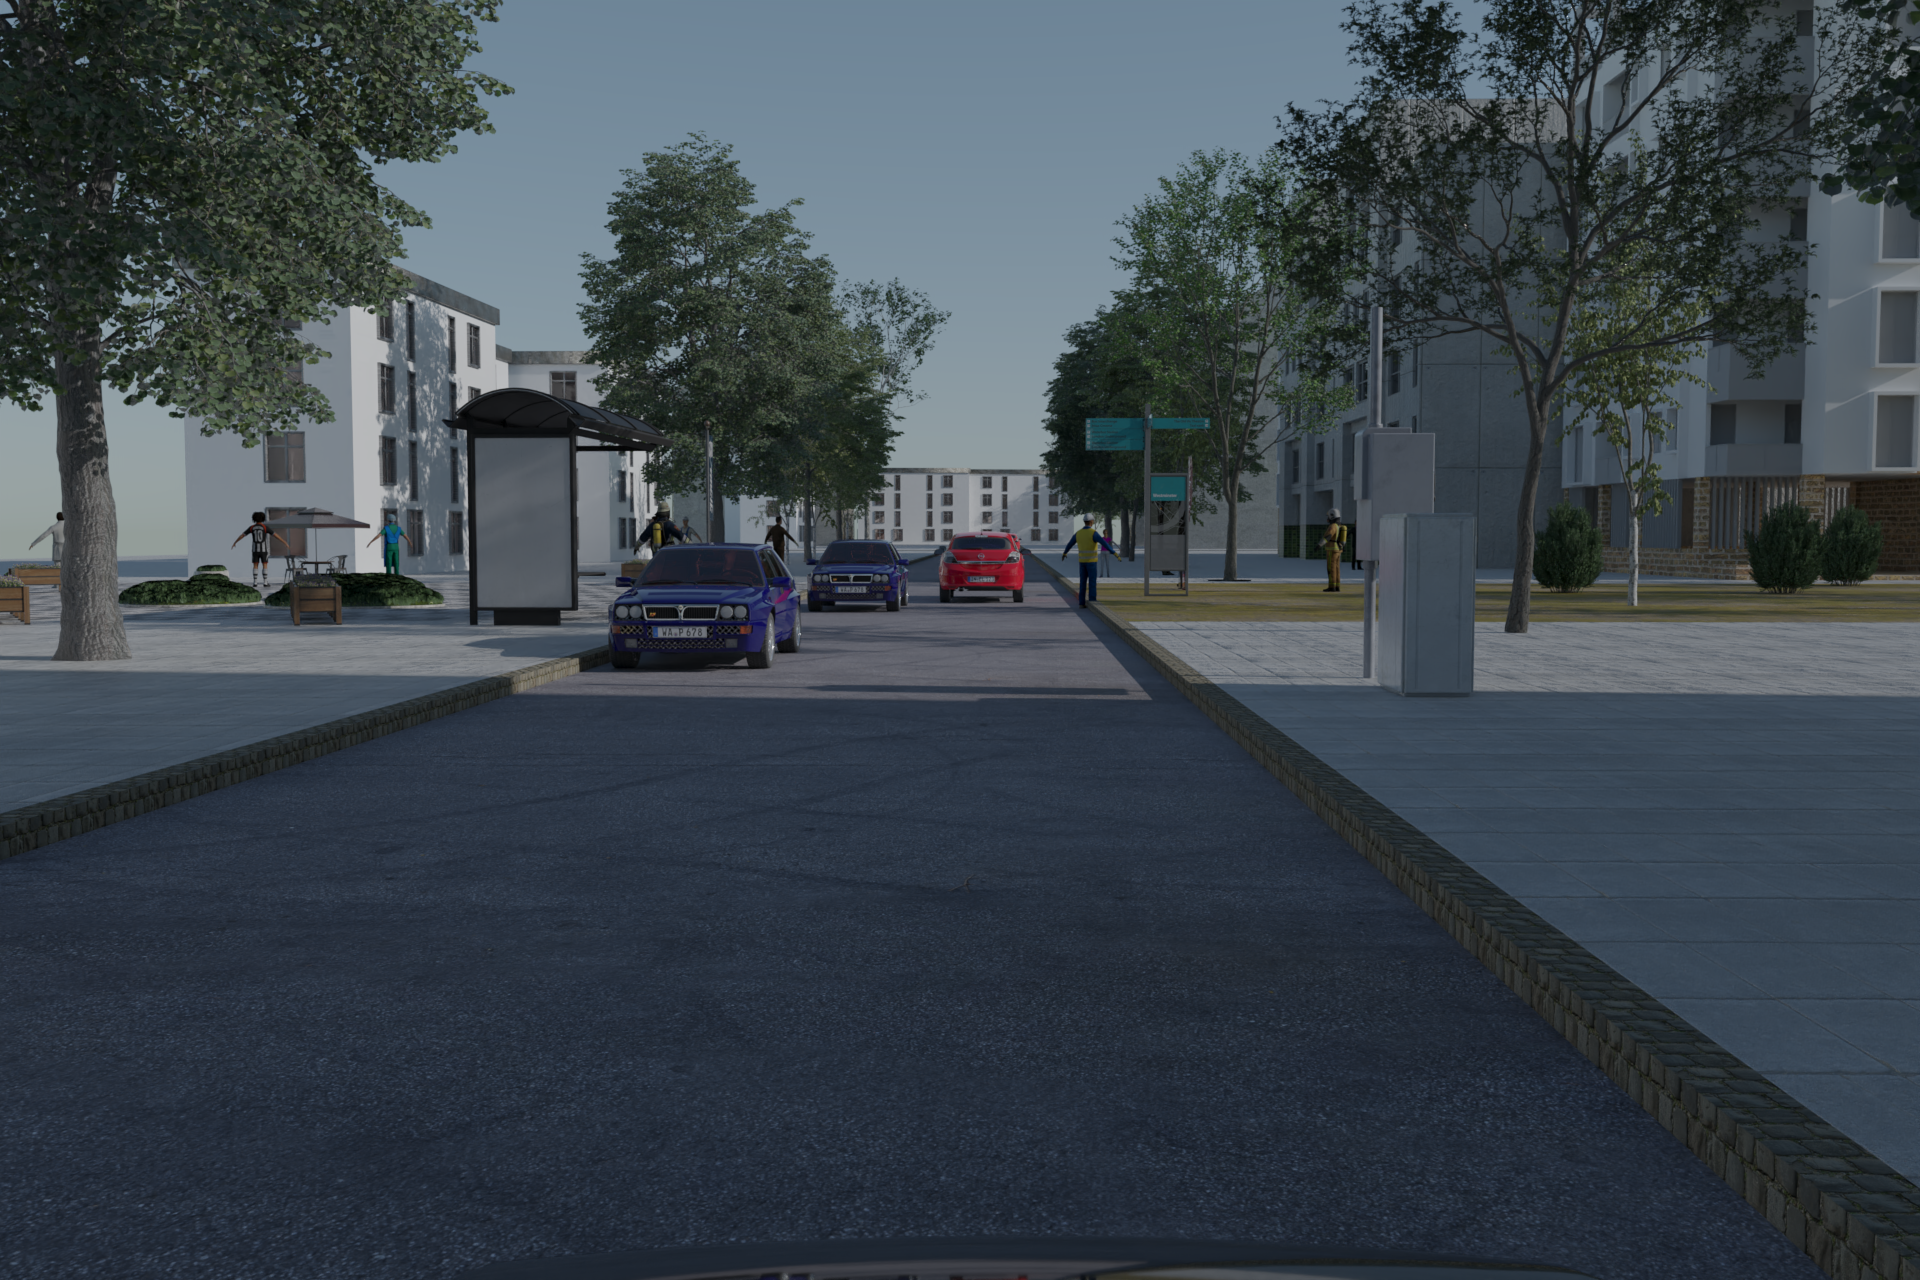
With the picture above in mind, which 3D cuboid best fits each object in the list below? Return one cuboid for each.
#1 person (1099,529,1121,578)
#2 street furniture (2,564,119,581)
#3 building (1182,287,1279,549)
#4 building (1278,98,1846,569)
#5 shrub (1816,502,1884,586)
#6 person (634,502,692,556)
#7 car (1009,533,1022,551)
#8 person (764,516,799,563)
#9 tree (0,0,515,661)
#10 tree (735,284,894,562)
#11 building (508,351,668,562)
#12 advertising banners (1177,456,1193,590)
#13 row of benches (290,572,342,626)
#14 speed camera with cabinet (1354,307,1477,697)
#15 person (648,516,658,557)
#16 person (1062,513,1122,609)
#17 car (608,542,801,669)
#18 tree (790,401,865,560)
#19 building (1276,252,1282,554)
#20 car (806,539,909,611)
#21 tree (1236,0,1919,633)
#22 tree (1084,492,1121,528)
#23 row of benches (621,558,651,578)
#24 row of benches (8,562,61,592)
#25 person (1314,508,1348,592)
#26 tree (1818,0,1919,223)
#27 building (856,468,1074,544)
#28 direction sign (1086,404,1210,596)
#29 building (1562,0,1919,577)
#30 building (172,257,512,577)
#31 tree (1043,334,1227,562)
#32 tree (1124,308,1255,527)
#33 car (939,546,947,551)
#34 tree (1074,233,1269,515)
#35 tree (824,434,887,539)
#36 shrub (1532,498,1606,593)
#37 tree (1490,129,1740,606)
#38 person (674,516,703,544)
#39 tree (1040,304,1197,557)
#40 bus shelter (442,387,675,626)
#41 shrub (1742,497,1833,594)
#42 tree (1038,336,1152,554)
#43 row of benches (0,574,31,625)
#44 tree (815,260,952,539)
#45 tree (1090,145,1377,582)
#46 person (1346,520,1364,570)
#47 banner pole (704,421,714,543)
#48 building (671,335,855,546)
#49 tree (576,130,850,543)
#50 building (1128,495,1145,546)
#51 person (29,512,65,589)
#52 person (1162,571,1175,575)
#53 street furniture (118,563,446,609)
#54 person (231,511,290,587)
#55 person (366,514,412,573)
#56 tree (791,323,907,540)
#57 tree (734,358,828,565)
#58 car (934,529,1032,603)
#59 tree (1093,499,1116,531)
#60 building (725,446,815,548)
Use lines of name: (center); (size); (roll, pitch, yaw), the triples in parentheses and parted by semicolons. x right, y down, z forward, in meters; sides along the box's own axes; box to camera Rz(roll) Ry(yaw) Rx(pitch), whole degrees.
person: (4.258, -2.552, 50.998); (0.991, 1.433, 0.599); (0, 4, -5)
street furniture: (-27.943, -1.832, 45.573); (10.072, 0.657, 5.734); (1, 4, 12)
building: (27.372, -19.978, 157.571); (19.493, 23.208, 18.063); (0, 4, 2)
building: (25.594, -13.002, 79.046); (16.747, 18.905, 31.486); (0, 4, 1)
shrub: (22.029, -2.382, 42.982); (1.661, 2.075, 1.752); (0, 3, 0)
person: (-5.271, -1.537, 30.906); (1.354, 1.856, 0.705); (1, 4, 21)
car: (3.556, -7.378, 129.668); (2.155, 1.783, 4.494); (0, 4, 0)
person: (-5.358, -2.770, 51.430); (1.346, 1.812, 0.704); (3, 4, 36)
tree: (-8.880, -6.764, 17.251); (9.857, 13.997, 8.962); (0, 3, 0)
tree: (-6.890, -9.817, 78.639); (7.486, 12.596, 7.792); (0, 3, 0)
building: (-20.282, -9.262, 93.578); (9.099, 9.664, 28.070); (0, 4, 1)
advertising banners: (5.150, -2.659, 39.670); (0.090, 3.025, 2.074); (0, 3, 0)
row of benches: (-9.767, -0.656, 26.188); (1.422, 0.672, 4.104); (-1, 4, -22)
speed camera with cabinet: (3.800, -1.235, 14.524); (0.660, 3.252, 2.038); (0, 4, 2)
person: (-8.879, -2.700, 50.340); (0.705, 1.806, 1.347); (-1, 4, -15)
person: (2.483, -1.523, 33.322); (1.349, 1.833, 0.705); (3, 4, 37)
car: (-2.832, -0.434, 19.682); (1.945, 1.354, 3.894); (0, 4, 1)
tree: (-6.982, -8.267, 85.522); (4.737, 8.622, 4.395); (0, 3, 0)
building: (25.144, -15.414, 108.433); (16.016, 20.090, 11.380); (0, 4, 1)
car: (-1.931, -1.267, 33.298); (1.945, 1.354, 3.894); (0, 4, 1)
tree: (7.369, -5.351, 21.899); (8.767, 10.594, 7.601); (-2, 4, -26)
tree: (19.426, -18.446, 219.715); (7.486, 12.596, 7.792); (0, 3, 0)
row of benches: (-7.990, -1.810, 45.063); (1.422, 0.672, 4.104); (0, 4, 5)
row of benches: (-21.192, -1.297, 36.671); (4.104, 0.672, 1.422); (-3, 5, -40)
person: (8.265, -1.998, 38.430); (0.705, 1.858, 1.354); (3, 4, 37)
tree: (6.887, -6.127, 6.840); (9.857, 13.997, 8.962); (0, 3, 0)
building: (0.695, -16.872, 220.456); (28.070, 9.664, 9.099); (0, 4, -6)
direction sign: (3.824, -2.830, 35.033); (2.525, 3.948, 1.411); (0, 4, 2)
building: (26.693, -12.457, 60.097); (16.016, 20.090, 11.380); (0, 4, 1)
building: (-21.697, -7.508, 64.907); (9.099, 9.664, 28.070); (0, 4, 2)
tree: (8.069, -8.925, 80.329); (8.767, 10.594, 7.601); (-1, 4, -12)
tree: (7.586, -6.546, 57.386); (4.737, 8.622, 4.395); (0, 3, 0)
car: (0.402, -2.542, 53.360); (2.131, 1.459, 4.920); (0, 4, 1)
tree: (8.101, -9.055, 66.182); (7.486, 12.596, 7.792); (0, 3, 0)
tree: (-7.027, -9.410, 104.218); (4.360, 8.622, 3.978); (0, 3, 0)
shrub: (13.231, -2.063, 37.775); (1.661, 2.075, 1.752); (0, 3, 0)
tree: (11.834, -4.917, 30.749); (4.737, 8.622, 4.395); (0, 3, 0)
person: (-8.745, -3.014, 55.142); (1.347, 1.847, 0.705); (1, 4, 19)
tree: (9.032, -11.511, 94.852); (9.857, 13.997, 8.962); (0, 3, 0)
bus shelter: (-6.000, -2.006, 26.725); (2.014, 3.302, 5.546); (0, 4, 3)
shrub: (17.864, -2.042, 37.425); (1.661, 2.075, 1.752); (0, 3, 0)
tree: (9.349, -12.403, 109.439); (9.857, 13.997, 8.962); (0, 3, 0)
row of benches: (-14.388, -0.638, 25.897); (1.422, 0.672, 4.104); (-2, 4, -31)
tree: (-7.255, -16.151, 119.959); (12.611, 20.169, 13.585); (0, 3, 0)
tree: (7.347, -7.394, 46.646); (9.928, 11.665, 9.643); (0, 3, 0)
person: (14.212, -3.408, 61.942); (1.346, 1.802, 0.704); (-1, 4, -19)
banner pole: (-5.574, -2.971, 38.594); (0.401, 3.779, 0.863); (0, 4, 3)
building: (-22.030, -22.426, 197.594); (19.493, 23.208, 18.063); (0, 4, 1)
tree: (-7.771, -9.098, 55.405); (9.857, 13.997, 8.962); (0, 3, 0)
building: (28.514, -22.347, 196.301); (19.493, 23.208, 18.063); (0, 4, 2)
person: (-21.230, -2.124, 40.913); (1.347, 1.806, 0.705); (-3, 5, -39)
person: (6.466, -2.918, 53.835); (0.705, 1.813, 1.348); (3, 4, 36)
street furniture: (-13.031, -1.126, 34.029); (5.734, 0.657, 10.072); (-1, 4, -16)
person: (-16.948, -2.189, 41.939); (1.345, 1.843, 0.704); (-1, 4, -11)
person: (-15.432, -2.498, 46.971); (0.704, 1.817, 1.347); (3, 5, 41)
tree: (-6.705, -10.731, 93.574); (7.486, 12.596, 7.792); (0, 3, 0)
tree: (-7.094, -7.404, 71.418); (4.360, 8.622, 3.978); (0, 3, 0)
car: (0.489, -1.755, 37.738); (2.155, 1.783, 4.494); (0, 4, 1)
tree: (9.911, -10.687, 125.099); (4.360, 8.622, 3.978); (0, 3, 0)
building: (-18.550, -13.847, 168.539); (9.099, 9.664, 28.070); (0, 4, 2)
